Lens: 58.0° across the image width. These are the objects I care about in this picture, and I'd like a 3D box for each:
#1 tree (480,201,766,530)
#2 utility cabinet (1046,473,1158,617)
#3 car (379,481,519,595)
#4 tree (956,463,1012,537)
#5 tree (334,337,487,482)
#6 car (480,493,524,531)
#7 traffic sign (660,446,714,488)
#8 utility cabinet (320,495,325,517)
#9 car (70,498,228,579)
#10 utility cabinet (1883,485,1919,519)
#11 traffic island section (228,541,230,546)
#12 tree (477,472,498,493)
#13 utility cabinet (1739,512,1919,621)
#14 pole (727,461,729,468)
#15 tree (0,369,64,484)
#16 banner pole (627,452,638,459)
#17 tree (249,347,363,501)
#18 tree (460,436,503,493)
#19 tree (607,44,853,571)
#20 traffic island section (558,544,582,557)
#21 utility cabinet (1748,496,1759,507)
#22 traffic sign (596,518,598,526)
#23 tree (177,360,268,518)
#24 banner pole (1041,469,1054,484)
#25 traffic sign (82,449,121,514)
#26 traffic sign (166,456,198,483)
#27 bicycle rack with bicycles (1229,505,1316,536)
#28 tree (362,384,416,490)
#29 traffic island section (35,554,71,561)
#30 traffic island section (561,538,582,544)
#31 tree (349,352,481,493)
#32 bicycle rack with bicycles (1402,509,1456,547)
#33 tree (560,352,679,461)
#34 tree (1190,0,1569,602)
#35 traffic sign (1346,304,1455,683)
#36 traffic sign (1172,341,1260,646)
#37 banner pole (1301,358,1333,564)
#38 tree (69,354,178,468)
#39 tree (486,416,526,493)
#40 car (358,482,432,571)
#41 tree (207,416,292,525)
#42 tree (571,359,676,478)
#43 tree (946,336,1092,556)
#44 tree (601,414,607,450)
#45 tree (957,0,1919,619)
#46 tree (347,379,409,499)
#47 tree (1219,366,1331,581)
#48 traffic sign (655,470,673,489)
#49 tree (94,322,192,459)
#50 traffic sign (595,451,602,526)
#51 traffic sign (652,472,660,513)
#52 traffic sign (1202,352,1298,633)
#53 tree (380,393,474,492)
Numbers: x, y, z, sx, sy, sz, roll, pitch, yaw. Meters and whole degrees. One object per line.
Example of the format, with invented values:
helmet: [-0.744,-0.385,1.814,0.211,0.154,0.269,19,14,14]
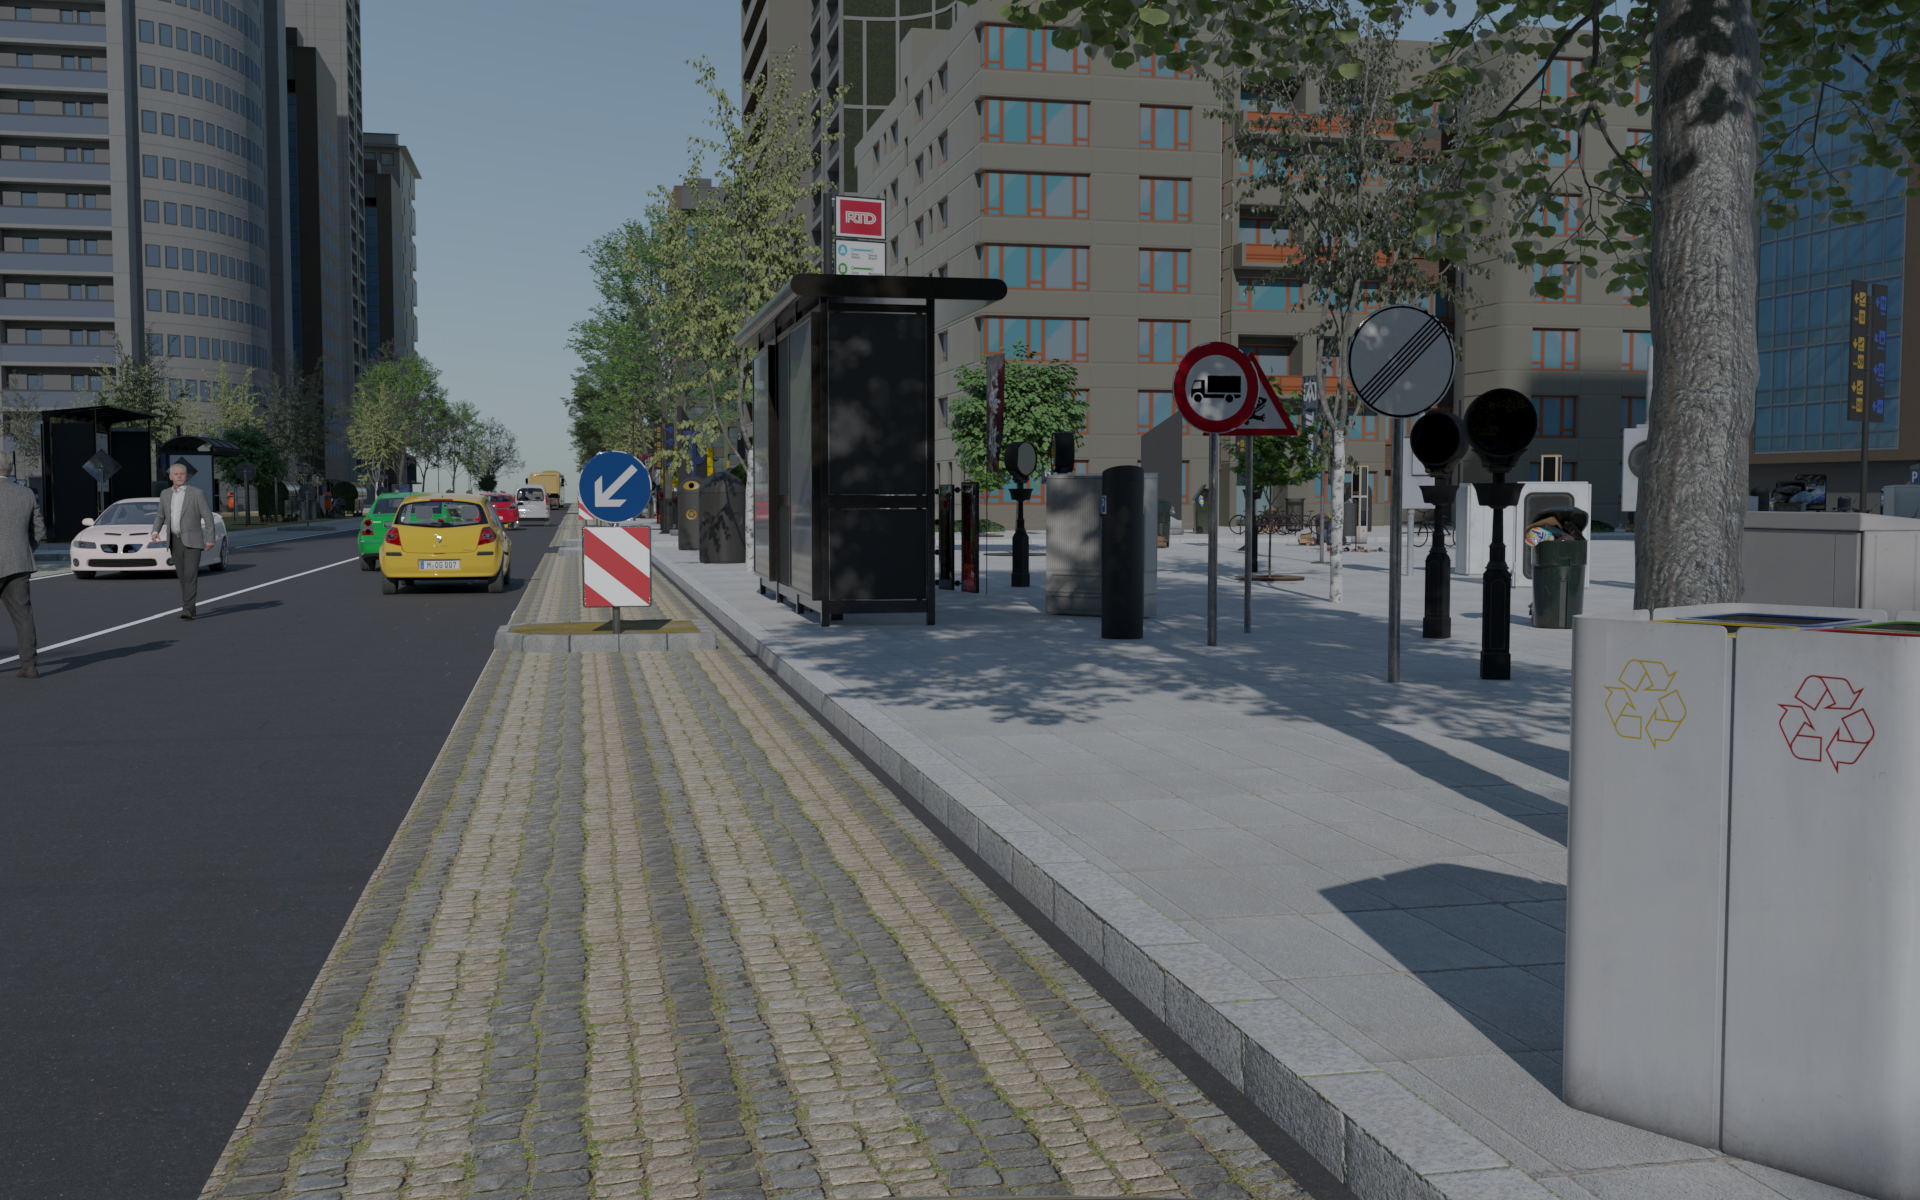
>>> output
tree: [-10.415,-8.319,61.772,9.928,11.665,9.643,0,3,0]
utility cabinet: [1.472,-0.579,18.140,1.173,1.500,0.318,2,4,34]
car: [-7.731,-0.979,26.228,2.015,1.641,3.980,-1,4,-12]
tree: [0.854,-3.498,51.787,1.663,3.219,1.824,0,3,0]
tree: [-44.111,-13.808,136.129,12.009,13.543,11.850,0,3,0]
car: [-18.570,-3.687,69.323,2.155,1.783,4.494,-1,4,-14]
traffic sign: [-11.602,-4.881,73.674,2.265,3.308,0.079,-1,4,-11]
utility cabinet: [-34.414,-5.036,93.502,0.306,1.237,1.020,-1,4,-21]
car: [-14.348,-1.131,30.858,2.083,1.381,4.827,-1,4,-12]
utility cabinet: [22.934,-2.049,42.186,1.173,1.500,0.318,-2,4,-32]
traffic island section: [-20.722,-1.462,46.185,2.009,0.180,2.903,-1,4,-12]
tree: [-69.605,-16.601,255.136,4.285,4.588,4.351,0,3,0]
utility cabinet: [3.034,0.294,6.361,0.306,1.237,1.020,-1,4,-15]
pole: [-14.190,-6.864,106.077,0.158,3.312,0.155,0,3,0]
tree: [-55.576,-9.355,103.321,4.360,8.622,3.978,0,3,0]
banner pole: [-19.781,-6.994,104.375,0.863,3.779,0.401,-1,4,-14]
tree: [-32.696,-8.303,86.118,4.360,8.622,3.978,0,3,0]
tree: [-57.984,-15.648,206.208,4.737,8.622,4.395,0,3,0]
tree: [-3.579,-4.798,28.815,4.737,8.622,4.395,0,3,0]
traffic island section: [-8.411,-1.127,40.714,2.009,0.180,2.903,-1,4,-12]
utility cabinet: [26.817,-2.926,59.004,1.020,1.237,0.306,-3,5,-40]
traffic sign: [-10.156,-2.739,48.429,0.795,2.450,0.064,-1,4,-12]
tree: [-39.429,-8.792,94.106,4.737,8.622,4.395,0,3,0]
banner pole: [2.785,-3.817,52.417,0.863,3.779,0.401,-2,4,-32]
traffic sign: [-18.978,-2.122,38.331,0.795,2.450,0.064,-1,4,-12]
traffic sign: [-20.701,-2.599,46.128,0.795,2.450,0.064,-1,4,-12]
bicycle rack with bicycles: [9.852,-2.520,54.582,2.925,0.926,2.852,2,4,29]
tree: [-38.780,-10.151,116.326,4.360,8.622,3.978,0,3,0]
traffic island section: [-18.999,-0.985,38.387,2.009,0.180,2.903,-1,4,-12]
traffic island section: [-10.135,-1.604,48.512,2.009,0.180,2.903,-1,4,-12]
tree: [-40.691,-12.259,126.187,9.928,11.665,9.643,0,3,0]
bicycle rack with bicycles: [11.956,-1.719,41.490,2.925,0.926,2.852,-3,4,-36]
tree: [-26.232,-13.975,135.148,9.857,13.997,8.962,0,3,0]
tree: [4.702,-4.282,20.367,4.360,8.622,3.978,0,3,0]
traffic sign: [2.953,-0.710,11.716,0.768,2.556,0.104,-1,4,-9]
traffic sign: [2.134,-0.885,14.583,0.768,2.556,0.104,-1,4,-12]
banner pole: [6.580,-2.575,32.115,0.401,3.779,0.863,-2,4,-28]
tree: [-43.985,-8.566,90.417,4.737,8.622,4.395,0,3,0]
tree: [-73.104,-21.972,269.607,12.009,13.543,11.850,0,3,0]
car: [-10.558,-1.523,33.698,1.959,1.807,4.718,-1,4,-12]
tree: [-29.838,-5.423,72.384,4.285,4.588,4.351,0,3,0]
tree: [-22.430,-11.077,115.523,7.601,10.594,8.767,0,4,-3]
tree: [1.177,-3.207,36.141,4.285,4.588,4.351,0,3,0]
tree: [-20.616,-9.648,108.107,4.737,8.622,4.395,0,3,0]
tree: [2.154,-5.317,5.064,7.486,12.596,7.792,0,3,0]
tree: [-37.424,-9.823,110.966,4.737,8.622,4.395,0,3,0]
tree: [4.520,-1.905,25.745,1.663,3.219,1.824,0,3,0]
traffic sign: [-17.915,-6.734,103.968,2.265,3.308,0.079,-1,4,-9]
tree: [-35.384,-7.603,74.666,4.360,8.622,3.978,0,3,0]
traffic sign: [-8.432,-2.262,40.632,0.795,2.450,0.064,-1,4,-12]
traffic sign: [-17.723,-6.170,100.986,0.768,2.556,0.104,-1,4,-11]
traffic sign: [2.659,-0.975,15.951,0.884,2.594,0.081,0,4,-4]
tree: [-46.467,-13.155,149.492,8.767,10.594,7.601,-1,4,-23]
